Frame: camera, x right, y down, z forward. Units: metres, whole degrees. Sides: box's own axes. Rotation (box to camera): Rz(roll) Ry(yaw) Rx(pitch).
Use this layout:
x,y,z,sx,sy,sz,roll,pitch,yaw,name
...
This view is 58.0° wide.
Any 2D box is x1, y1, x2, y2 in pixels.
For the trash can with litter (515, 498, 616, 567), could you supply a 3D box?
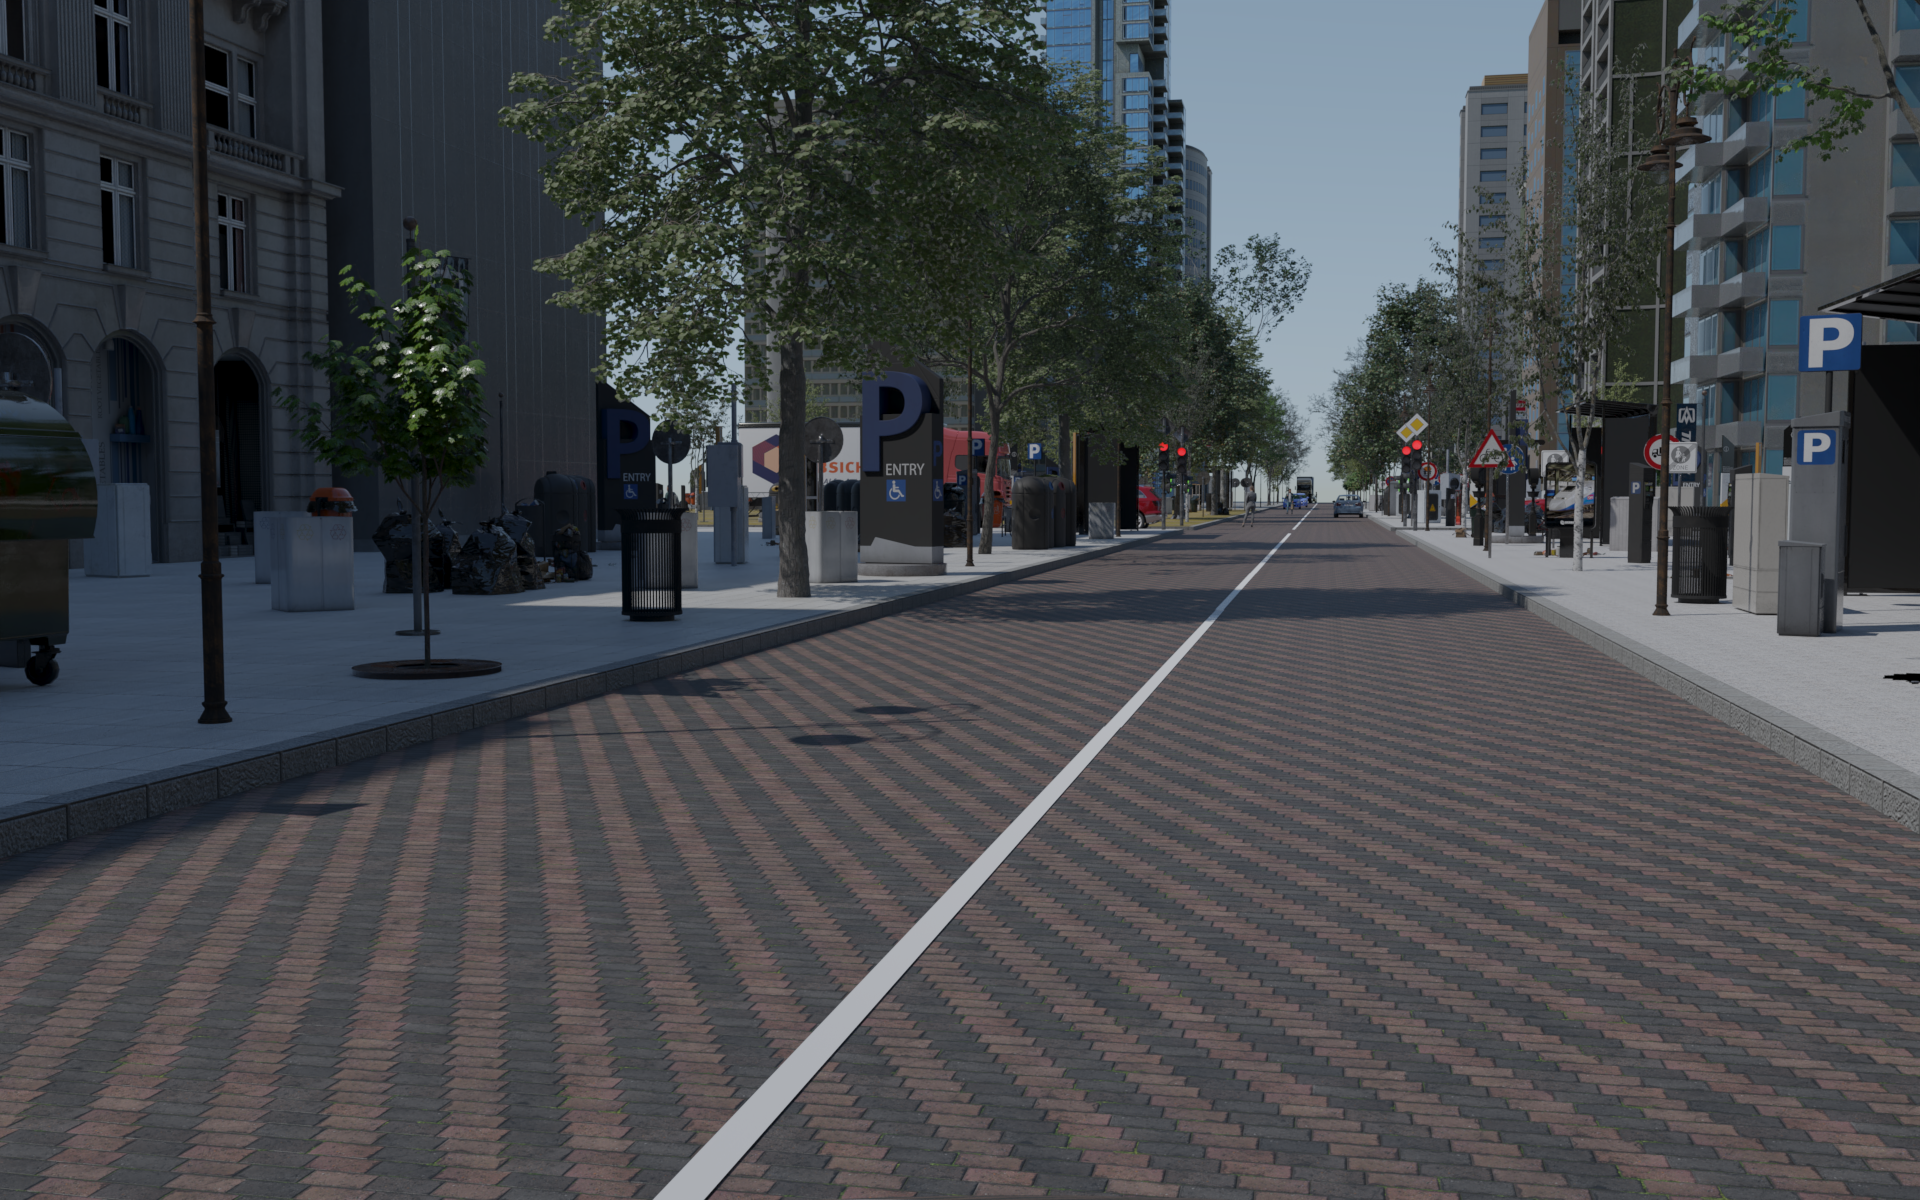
x,y,z,sx,sy,sz,roll,pitch,yaw,name
-7.266,-1.204,30.735,2.233,1.210,1.678,0,4,2,trash can with litter

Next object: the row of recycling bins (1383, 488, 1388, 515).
x,y,z,sx,sy,sz,roll,pitch,yaw,name
26.274,-6.011,105.391,1.069,1.692,3.534,1,4,13,row of recycling bins

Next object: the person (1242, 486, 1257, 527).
x,y,z,sx,sy,sz,roll,pitch,yaw,name
12.537,-4.051,75.014,0.520,1.790,0.573,-2,4,-28,person

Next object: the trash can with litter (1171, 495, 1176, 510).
x,y,z,sx,sy,sz,roll,pitch,yaw,name
16.696,-7.619,135.957,0.624,1.170,1.055,-1,4,-11,trash can with litter

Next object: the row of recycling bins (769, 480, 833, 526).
x,y,z,sx,sy,sz,roll,pitch,yaw,name
-5.424,-3.305,61.145,3.534,1.692,1.069,3,5,42,row of recycling bins

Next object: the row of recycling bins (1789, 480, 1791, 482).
x,y,z,sx,sy,sz,roll,pitch,yaw,name
20.680,-2.183,42.809,1.069,1.692,3.534,-2,4,-33,row of recycling bins

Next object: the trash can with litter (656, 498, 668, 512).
x,y,z,sx,sy,sz,roll,pitch,yaw,name
-14.713,-4.343,82.073,1.678,1.210,2.233,-3,5,-44,trash can with litter

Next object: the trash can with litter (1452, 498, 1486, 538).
x,y,z,sx,sy,sz,roll,pitch,yaw,name
14.988,-2.411,50.805,1.055,1.170,0.624,2,4,27,trash can with litter

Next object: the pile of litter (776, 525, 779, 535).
x,y,z,sx,sy,sz,roll,pitch,yaw,name
-5.535,-2.482,54.544,1.176,0.858,1.719,2,4,34,pile of litter

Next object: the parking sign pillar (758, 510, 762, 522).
x,y,z,sx,sy,sz,roll,pitch,yaw,name
-8.475,-5.526,78.830,1.447,3.967,1.447,0,4,5,parking sign pillar

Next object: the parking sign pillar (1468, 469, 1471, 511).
x,y,z,sx,sy,sz,roll,pitch,yaw,name
39.171,-8.749,131.513,1.447,3.967,1.447,3,5,41,parking sign pillar

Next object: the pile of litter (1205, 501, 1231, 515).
x,y,z,sx,sy,sz,roll,pitch,yaw,name
15.825,-5.646,106.271,1.719,0.858,1.176,0,4,1,pile of litter

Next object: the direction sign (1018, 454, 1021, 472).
x,y,z,sx,sy,sz,roll,pitch,yaw,name
3.113,-6.528,98.728,0.876,3.537,0.379,-2,4,-32,direction sign

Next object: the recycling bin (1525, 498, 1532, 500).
x,y,z,sx,sy,sz,roll,pitch,yaw,name
36.927,-6.109,112.431,0.722,1.027,0.722,0,3,0,recycling bin

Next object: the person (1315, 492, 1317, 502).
x,y,z,sx,sy,sz,roll,pitch,yaw,name
61.194,-17.682,297.611,0.705,1.823,1.348,0,4,2,person

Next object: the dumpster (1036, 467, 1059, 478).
x,y,z,sx,sy,sz,roll,pitch,yaw,name
3.156,-3.673,62.548,1.502,2.255,1.985,1,4,12,dumpster

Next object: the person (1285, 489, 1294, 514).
x,y,z,sx,sy,sz,roll,pitch,yaw,name
23.304,-6.950,122.113,0.794,1.824,0.713,3,4,36,person

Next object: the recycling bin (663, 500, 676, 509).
x,y,z,sx,sy,sz,roll,pitch,yaw,name
-16.857,-5.348,99.994,0.722,1.027,0.722,-3,5,-43,recycling bin

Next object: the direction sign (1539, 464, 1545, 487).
x,y,z,sx,sy,sz,roll,pitch,yaw,name
44.577,-8.574,132.187,0.876,3.537,0.379,-1,4,-17,direction sign

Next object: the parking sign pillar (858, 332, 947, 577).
x,y,z,sx,sy,sz,roll,pitch,yaw,name
-0.925,-2.384,27.457,1.447,3.967,1.447,2,4,26,parking sign pillar

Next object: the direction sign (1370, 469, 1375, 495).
x,y,z,sx,sy,sz,roll,pitch,yaw,name
32.944,-8.936,138.092,0.876,3.537,0.379,-3,5,-41,direction sign

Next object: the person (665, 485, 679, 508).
x,y,z,sx,sy,sz,roll,pitch,yaw,name
-12.063,-3.875,71.834,0.794,1.824,0.713,-2,4,-27,person

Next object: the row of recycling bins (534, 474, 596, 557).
x,y,z,sx,sy,sz,roll,pitch,yaw,name
-8.400,-1.813,36.754,1.069,1.692,3.534,0,4,-4,row of recycling bins

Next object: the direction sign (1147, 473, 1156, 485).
x,y,z,sx,sy,sz,roll,pitch,yaw,name
15.659,-9.178,142.050,0.876,3.537,0.379,3,4,38,direction sign

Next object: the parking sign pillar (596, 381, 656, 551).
x,y,z,sx,sy,sz,roll,pitch,yaw,name
-7.682,-3.145,39.890,1.447,3.967,1.447,-2,4,-35,parking sign pillar

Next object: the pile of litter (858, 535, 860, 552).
x,y,z,sx,sy,sz,roll,pitch,yaw,name
-2.036,-1.496,38.431,1.176,0.858,1.719,-2,4,-35,pile of litter

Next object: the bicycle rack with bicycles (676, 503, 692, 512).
x,y,z,sx,sy,sz,roll,pitch,yaw,name
-20.351,-6.565,120.724,2.925,0.926,2.852,0,4,4,bicycle rack with bicycles

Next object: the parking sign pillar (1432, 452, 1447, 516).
x,y,z,sx,sy,sz,roll,pitch,yaw,name
28.090,-6.967,102.389,1.447,3.967,1.447,0,4,-3,parking sign pillar

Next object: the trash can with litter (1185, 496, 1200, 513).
x,y,z,sx,sy,sz,roll,pitch,yaw,name
16.126,-6.650,120.107,1.055,1.170,0.624,-3,5,-42,trash can with litter

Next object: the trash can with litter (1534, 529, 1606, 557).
x,y,z,sx,sy,sz,roll,pitch,yaw,name
12.867,-1.544,36.302,2.233,1.210,1.678,-2,4,-34,trash can with litter

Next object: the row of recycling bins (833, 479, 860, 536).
x,y,z,sx,sy,sz,roll,pitch,yaw,name
-1.958,-2.663,50.648,3.534,1.692,1.069,3,4,38,row of recycling bins

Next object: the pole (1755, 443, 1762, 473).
x,y,z,sx,sy,sz,roll,pitch,yaw,name
31.623,-4.575,68.643,0.158,3.312,0.155,0,3,0,pole

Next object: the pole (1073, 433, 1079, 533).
x,y,z,sx,sy,sz,roll,pitch,yaw,name
3.859,-3.897,57.553,0.158,3.312,0.155,0,3,0,pole

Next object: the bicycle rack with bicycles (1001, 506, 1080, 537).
x,y,z,sx,sy,sz,roll,pitch,yaw,name
2.353,-2.396,52.555,2.852,0.926,2.925,0,4,6,bicycle rack with bicycles

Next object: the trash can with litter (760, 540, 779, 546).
x,y,z,sx,sy,sz,roll,pitch,yaw,name
-4.416,-1.999,43.741,1.678,1.210,2.233,2,4,29,trash can with litter

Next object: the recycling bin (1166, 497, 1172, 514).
x,y,z,sx,sy,sz,roll,pitch,yaw,name
12.931,-5.929,109.500,0.722,1.027,0.722,3,5,45,recycling bin

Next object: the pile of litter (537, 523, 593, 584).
x,y,z,sx,sy,sz,roll,pitch,yaw,name
-6.036,-0.703,25.463,1.176,0.858,1.719,1,4,23,pile of litter

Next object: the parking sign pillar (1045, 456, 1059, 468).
x,y,z,sx,sy,sz,roll,pitch,yaw,name
6.786,-8.290,124.018,1.447,3.967,1.447,0,4,-8,parking sign pillar

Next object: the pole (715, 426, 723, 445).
x,y,z,sx,sy,sz,roll,pitch,yaw,name
-7.212,-3.551,51.908,0.158,3.312,0.155,0,3,0,pole

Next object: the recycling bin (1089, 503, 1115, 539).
x,y,z,sx,sy,sz,roll,pitch,yaw,name
4.093,-2.282,49.862,0.722,1.027,0.722,1,4,9,recycling bin

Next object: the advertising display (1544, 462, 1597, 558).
x,y,z,sx,sy,sz,roll,pitch,yaw,name
12.237,-1.806,34.735,0.974,1.923,0.123,2,4,25,advertising display

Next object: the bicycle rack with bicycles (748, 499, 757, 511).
x,y,z,sx,sy,sz,roll,pitch,yaw,name
-15.910,-7.060,128.817,2.852,0.926,2.925,-3,5,-42,bicycle rack with bicycles

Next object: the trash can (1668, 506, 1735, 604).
x,y,z,sx,sy,sz,roll,pitch,yaw,name
8.710,-0.534,20.393,0.748,1.137,0.748,0,3,0,trash can

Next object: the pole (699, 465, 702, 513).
x,y,z,sx,sy,sz,roll,pitch,yaw,name
-18.045,-7.740,120.398,0.158,3.312,0.155,0,3,0,pole

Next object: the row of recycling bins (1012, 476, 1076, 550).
x,y,z,sx,sy,sz,roll,pitch,yaw,name
1.987,-2.093,41.331,1.069,1.692,3.534,1,4,18,row of recycling bins

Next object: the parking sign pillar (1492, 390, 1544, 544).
x,y,z,sx,sy,sz,roll,pitch,yaw,name
14.585,-3.480,45.374,1.447,3.967,1.447,1,4,16,parking sign pillar

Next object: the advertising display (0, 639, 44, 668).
x,y,z,sx,sy,sz,roll,pitch,yaw,name
-7.062,-0.466,12.825,0.974,1.923,0.123,2,4,31,advertising display

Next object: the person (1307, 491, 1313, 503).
x,y,z,sx,sy,sz,roll,pitch,yaw,name
53.280,-15.649,263.999,1.348,1.869,0.705,-1,4,-13,person

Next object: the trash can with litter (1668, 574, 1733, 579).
x,y,z,sx,sy,sz,roll,pitch,yaw,name
11.899,-0.935,26.349,2.233,1.210,1.678,1,4,13,trash can with litter

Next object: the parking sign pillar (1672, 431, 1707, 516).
x,y,z,sx,sy,sz,roll,pitch,yaw,name
30.931,-5.198,73.464,1.447,3.967,1.447,3,5,41,parking sign pillar

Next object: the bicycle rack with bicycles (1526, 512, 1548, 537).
x,y,z,sx,sy,sz,roll,pitch,yaw,name
17.984,-2.243,50.057,2.925,0.926,2.852,1,4,23,bicycle rack with bicycles

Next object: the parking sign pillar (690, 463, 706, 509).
x,y,z,sx,sy,sz,roll,pitch,yaw,name
-22.399,-9.758,148.021,1.447,3.967,1.447,1,4,18,parking sign pillar

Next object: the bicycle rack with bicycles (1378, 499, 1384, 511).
x,y,z,sx,sy,sz,roll,pitch,yaw,name
32.745,-7.264,132.140,2.925,0.926,2.852,-2,4,-30,bicycle rack with bicycles
